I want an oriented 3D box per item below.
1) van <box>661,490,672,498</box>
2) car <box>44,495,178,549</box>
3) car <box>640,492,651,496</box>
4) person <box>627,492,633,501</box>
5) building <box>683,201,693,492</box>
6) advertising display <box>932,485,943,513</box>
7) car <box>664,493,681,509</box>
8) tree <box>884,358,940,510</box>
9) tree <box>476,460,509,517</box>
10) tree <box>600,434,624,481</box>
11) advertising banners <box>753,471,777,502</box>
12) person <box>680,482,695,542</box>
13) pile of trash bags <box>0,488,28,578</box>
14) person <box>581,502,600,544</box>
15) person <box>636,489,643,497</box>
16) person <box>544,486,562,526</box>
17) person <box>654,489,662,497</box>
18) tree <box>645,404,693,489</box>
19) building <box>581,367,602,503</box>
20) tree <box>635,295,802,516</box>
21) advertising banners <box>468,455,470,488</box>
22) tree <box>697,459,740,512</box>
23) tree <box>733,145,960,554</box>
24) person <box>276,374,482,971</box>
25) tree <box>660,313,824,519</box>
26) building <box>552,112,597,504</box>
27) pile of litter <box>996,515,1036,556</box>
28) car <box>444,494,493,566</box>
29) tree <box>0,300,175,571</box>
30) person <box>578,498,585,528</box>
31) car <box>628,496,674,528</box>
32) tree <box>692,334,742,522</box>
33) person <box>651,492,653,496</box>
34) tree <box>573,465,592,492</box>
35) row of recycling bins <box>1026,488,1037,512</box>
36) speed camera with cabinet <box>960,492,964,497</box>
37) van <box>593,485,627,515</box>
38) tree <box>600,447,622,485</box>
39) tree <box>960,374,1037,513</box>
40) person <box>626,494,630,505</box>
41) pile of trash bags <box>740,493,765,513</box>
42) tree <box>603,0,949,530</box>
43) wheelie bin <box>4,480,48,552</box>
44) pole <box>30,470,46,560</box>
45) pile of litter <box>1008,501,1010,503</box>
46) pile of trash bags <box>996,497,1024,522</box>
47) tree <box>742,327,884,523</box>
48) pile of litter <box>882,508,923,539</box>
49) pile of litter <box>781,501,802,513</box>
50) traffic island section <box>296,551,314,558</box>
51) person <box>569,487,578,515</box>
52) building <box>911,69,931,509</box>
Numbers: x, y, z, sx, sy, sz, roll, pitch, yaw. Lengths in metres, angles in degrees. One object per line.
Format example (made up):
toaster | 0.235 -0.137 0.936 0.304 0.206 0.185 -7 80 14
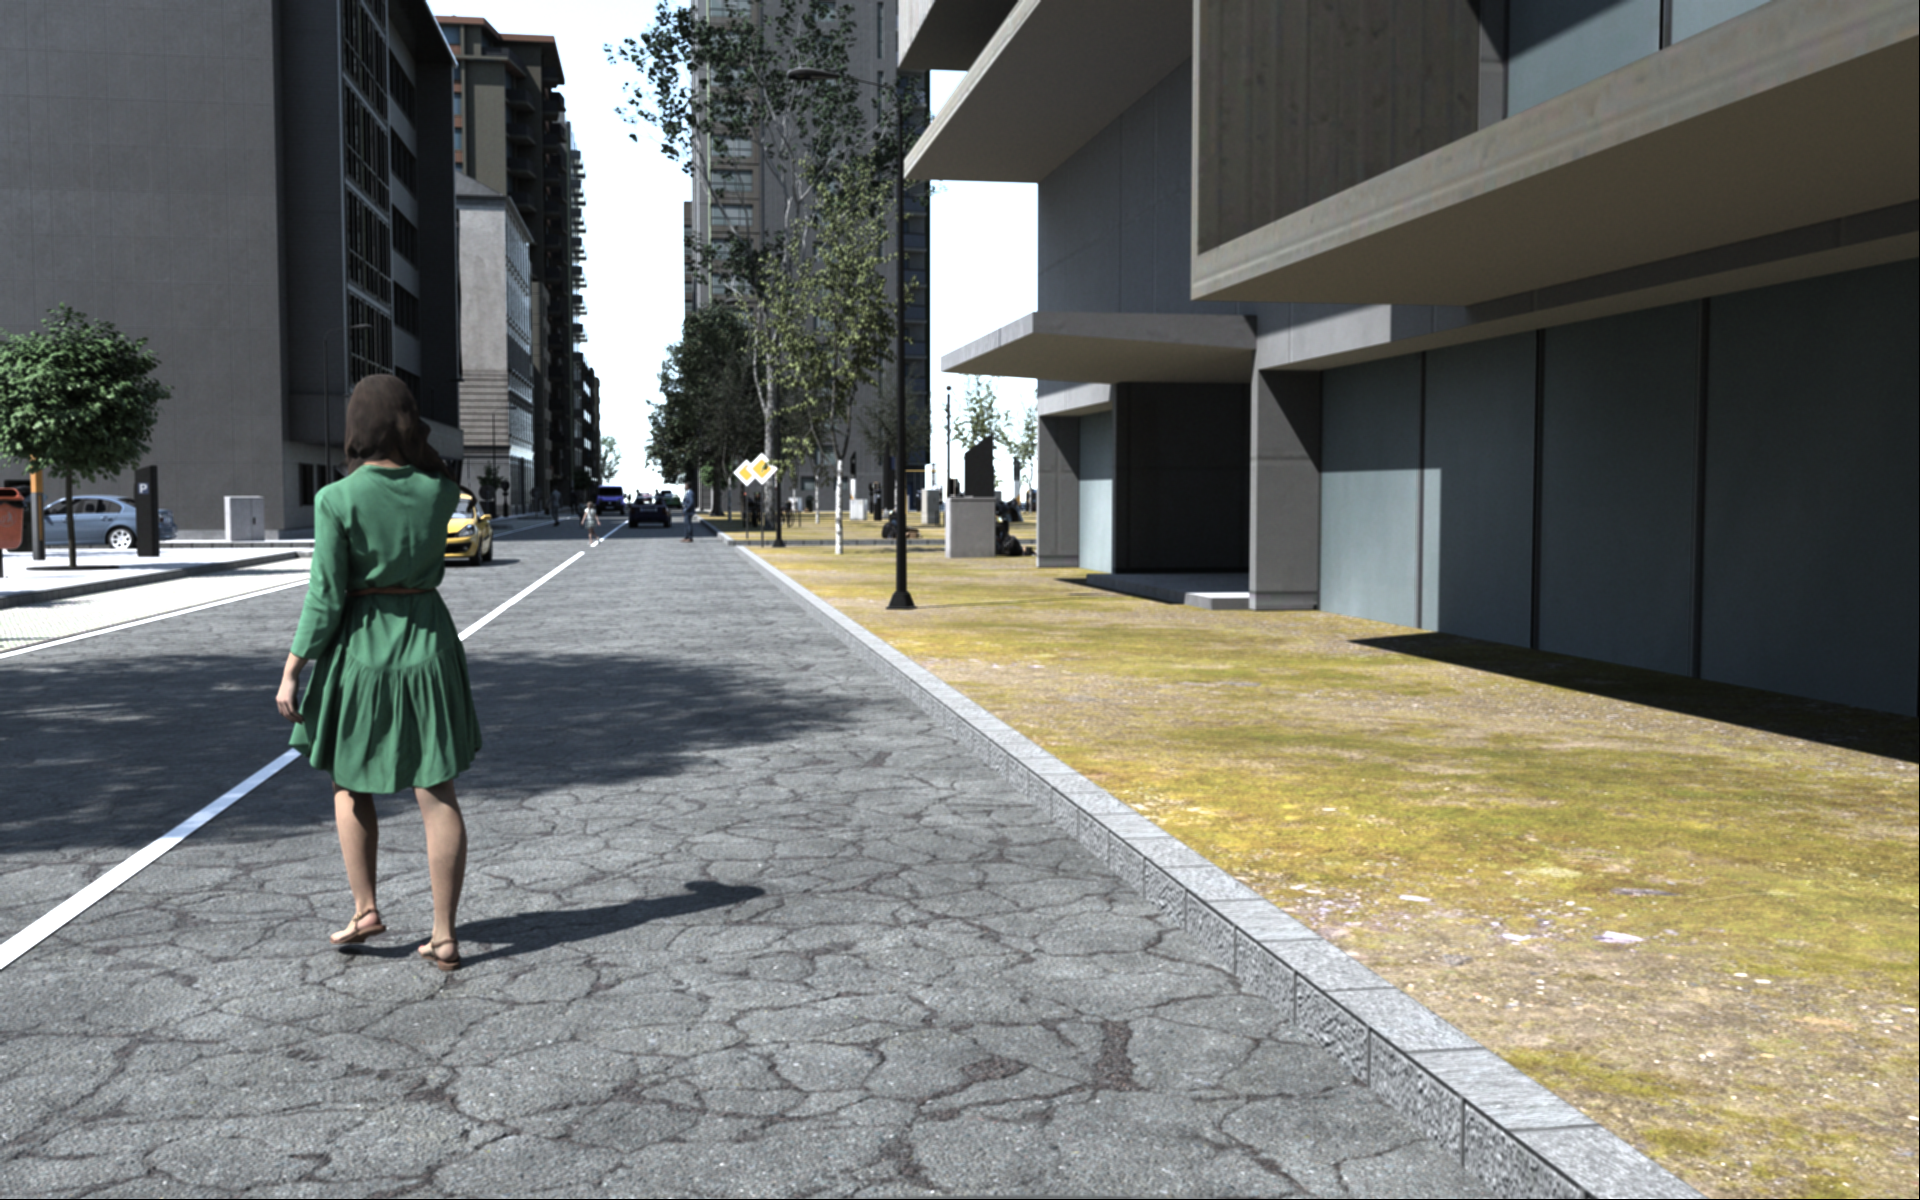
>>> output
van | -46.031 -16.327 271.324 2.240 2.365 5.245 -1 4 -10
car | -22.194 -1.934 43.623 4.499 1.417 2.014 -1 4 -8
car | -50.418 -16.409 276.963 2.281 1.827 5.304 -1 4 -11
person | -50.290 -15.577 263.898 0.721 1.735 1.217 2 4 32
building | -31.788 -34.298 244.359 14.154 41.232 14.086 -1 4 -10
advertising display | -1.532 -6.889 117.853 0.123 1.923 0.974 -3 5 -42
car | -28.099 -9.770 168.539 1.959 1.807 4.718 -1 4 -11
tree | -3.250 -8.823 94.618 4.360 8.622 3.978 0 3 0
tree | -26.889 -6.377 98.872 1.663 3.219 1.824 0 3 0
tree | -57.687 -21.573 278.467 9.928 11.665 9.643 0 3 0
advertising banners | -13.667 -7.733 122.620 2.074 3.025 0.090 1 4 18
person | -8.126 -2.639 51.833 0.419 1.800 0.721 -1 4 -21
pile of trash bags | -15.571 -0.956 25.378 3.447 1.369 1.912 -3 5 -41
person | -10.512 -2.188 49.293 0.505 1.210 0.382 -3 5 -43
person | -21.831 -6.661 117.762 0.721 1.781 0.623 -2 4 -32
person | -18.251 -4.241 77.955 0.853 1.813 0.709 2 4 32
person | -20.015 -6.481 114.816 0.623 1.781 0.721 0 4 5
tree | -32.446 -18.382 207.195 9.857 13.997 8.962 0 3 0
building | -65.885 -24.600 247.242 27.650 21.520 28.899 -1 4 -10
tree | -13.999 -11.205 100.202 9.611 12.733 9.660 0 3 0
advertising banners | -21.739 -4.926 76.725 0.090 3.025 2.074 -1 4 -16
tree | -17.436 -8.699 125.934 4.285 4.588 4.351 0 3 0
tree | -2.669 -5.301 37.027 4.737 8.622 4.395 0 3 0
person | -1.742 0.211 5.297 0.529 1.795 0.600 3 5 40
tree | -11.116 -9.444 88.818 8.767 10.594 7.601 -1 4 -9
building | -58.260 -36.553 217.243 23.786 49.044 30.456 -1 4 -10
pile of litter | 0.933 -1.376 36.462 1.176 0.858 1.719 -3 4 -37
car | -10.615 -1.551 35.587 2.015 1.641 3.980 -1 4 -10
tree | -15.175 -2.809 29.642 4.285 4.588 4.351 0 3 0
person | -16.007 -3.679 73.342 0.352 1.250 0.332 0 4 8
car | -13.422 -3.824 75.106 1.945 1.354 3.894 0 4 -8
tree | -10.614 -7.964 80.578 4.360 8.622 3.978 0 3 0
person | -45.797 -15.150 256.925 0.721 1.743 1.217 0 4 -1
tree | -43.349 -13.045 196.991 4.285 4.588 4.351 0 3 0
row of recycling bins | 5.864 -7.234 125.389 1.069 1.692 3.534 -2 4 -26
speed camera with cabinet | 0.360 -7.209 112.197 2.038 3.252 0.660 -1 4 -22
van | -24.156 -7.055 119.738 2.240 2.365 5.245 -1 4 -10
tree | -54.542 -19.377 267.171 4.737 8.622 4.395 0 3 0
tree | 0.971 -8.441 88.374 4.737 8.622 4.395 0 3 0
person | -44.376 -13.448 231.636 0.557 1.426 1.065 1 4 14
pile of trash bags | -14.205 -6.715 119.543 1.912 1.369 3.447 -3 4 -37
tree | -5.560 -12.644 62.624 12.611 20.169 13.585 0 3 0
wheelie bin | -20.737 -1.862 38.346 0.980 1.594 0.693 -2 4 -27
pole | -17.848 -2.424 33.469 0.158 3.312 0.155 0 3 0
pile of litter | 3.227 -6.462 119.623 1.176 0.858 1.719 1 4 16
pile of trash bags | 1.379 -4.332 80.572 1.912 1.369 3.447 -3 5 -40
tree | -6.397 -7.644 75.348 4.360 8.622 3.978 0 3 0
pile of litter | -1.625 -2.234 50.497 1.176 0.858 1.719 3 4 38
pile of litter | -11.456 -6.314 117.195 1.719 0.858 1.176 -1 4 -14
traffic island section | -14.042 -1.090 40.106 2.009 0.180 2.903 -1 4 -10
person | -26.838 -6.878 120.312 0.648 1.900 0.474 0 4 1
building | -13.366 -37.613 156.966 21.231 58.520 28.212 -1 4 -10
